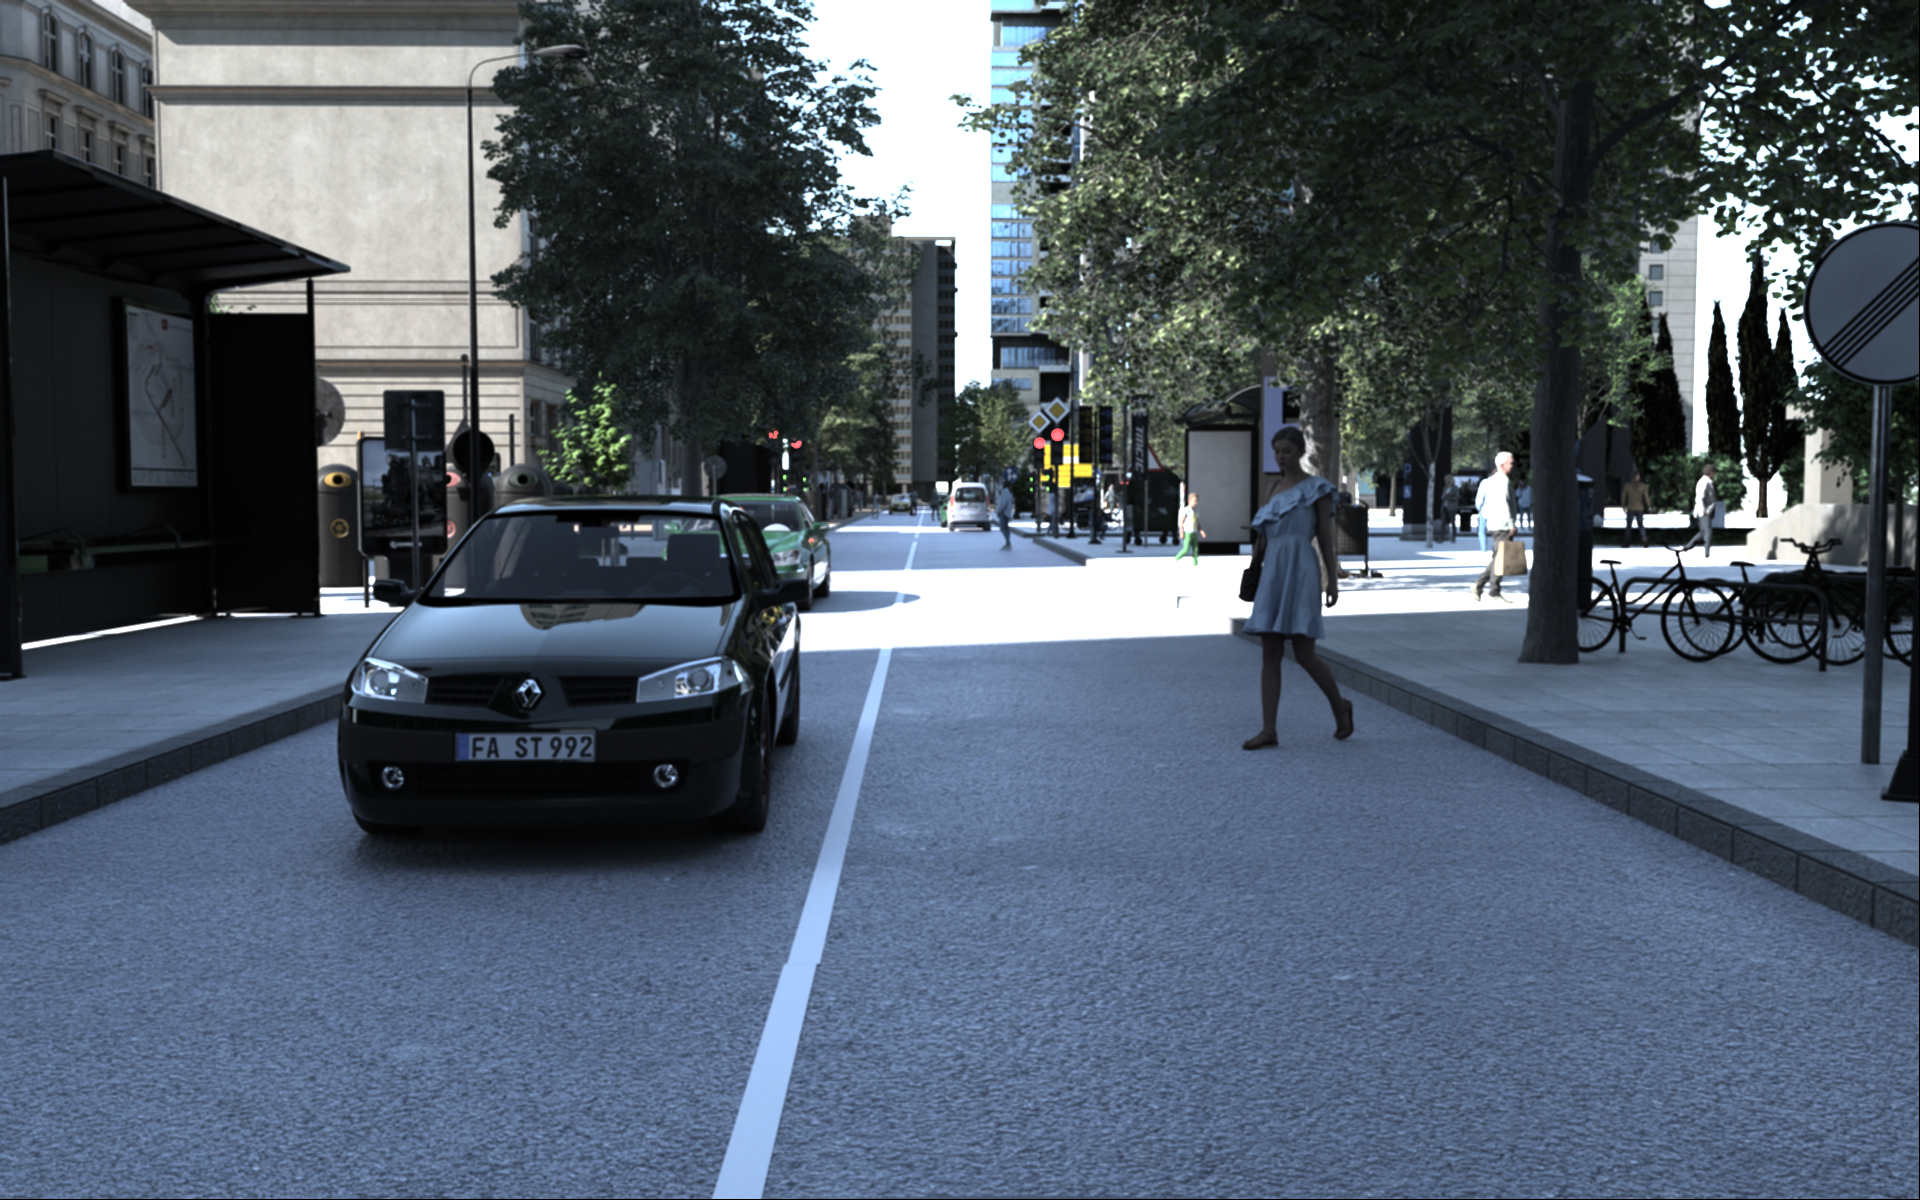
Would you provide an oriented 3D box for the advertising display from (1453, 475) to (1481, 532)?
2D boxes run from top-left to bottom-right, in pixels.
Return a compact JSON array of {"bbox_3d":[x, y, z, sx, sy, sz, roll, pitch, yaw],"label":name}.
[{"bbox_3d":[17.083,-3.258,58.476,0.974,1.923,0.123,2,4,30],"label":"advertising display"}]

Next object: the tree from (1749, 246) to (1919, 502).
[{"bbox_3d":[48.242,-11.513,90.055,18.604,14.587,13.155,-3,5,-40],"label":"tree"}]

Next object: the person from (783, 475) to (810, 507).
[{"bbox_3d":[-3.534,-1.749,37.068,0.622,1.834,0.822,-2,4,-33],"label":"person"}]

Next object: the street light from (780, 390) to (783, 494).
[{"bbox_3d":[-5.403,-5.211,57.735,1.470,5.913,1.316,0,4,-1],"label":"street light"}]

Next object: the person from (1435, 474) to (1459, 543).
[{"bbox_3d":[12.742,-2.380,45.141,0.526,1.800,0.537,-2,4,-28],"label":"person"}]

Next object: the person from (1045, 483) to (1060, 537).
[{"bbox_3d":[2.994,-2.880,55.847,0.793,1.790,0.793,-3,5,-40],"label":"person"}]

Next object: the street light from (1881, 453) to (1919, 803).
[{"bbox_3d":[3.506,-2.115,7.122,1.470,5.913,1.316,0,4,-1],"label":"street light"}]

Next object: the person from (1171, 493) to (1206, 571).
[{"bbox_3d":[3.810,-1.138,28.897,0.590,1.304,0.306,2,4,33],"label":"person"}]

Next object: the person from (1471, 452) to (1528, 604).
[{"bbox_3d":[6.261,-0.830,20.093,0.515,1.767,0.782,0,4,3],"label":"person"}]

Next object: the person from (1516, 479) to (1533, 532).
[{"bbox_3d":[19.226,-3.218,58.915,0.793,1.790,0.793,-2,4,-25],"label":"person"}]

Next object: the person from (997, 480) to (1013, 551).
[{"bbox_3d":[1.178,-2.162,44.120,0.793,1.790,0.793,-1,4,-14],"label":"person"}]

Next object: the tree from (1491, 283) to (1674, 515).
[{"bbox_3d":[39.924,-12.727,109.905,13.155,14.587,18.604,-2,4,-32],"label":"tree"}]

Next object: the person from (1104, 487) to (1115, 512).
[{"bbox_3d":[10.739,-7.218,124.542,0.782,1.767,0.515,0,4,3],"label":"person"}]

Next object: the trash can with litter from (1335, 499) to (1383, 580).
[{"bbox_3d":[5.612,-0.954,26.650,2.233,1.210,1.678,-1,4,-10],"label":"trash can with litter"}]

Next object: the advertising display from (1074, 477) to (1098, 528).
[{"bbox_3d":[4.652,-3.692,65.584,0.974,1.923,0.123,0,4,2],"label":"advertising display"}]

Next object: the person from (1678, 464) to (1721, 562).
[{"bbox_3d":[13.989,-1.641,32.725,0.795,1.843,0.661,2,4,33],"label":"person"}]

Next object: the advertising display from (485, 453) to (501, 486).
[{"bbox_3d":[-7.309,-1.313,26.677,0.123,1.923,0.974,0,4,7],"label":"advertising display"}]

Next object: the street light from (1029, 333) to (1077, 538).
[{"bbox_3d":[2.700,-4.737,49.995,1.470,5.913,1.316,0,4,-1],"label":"street light"}]

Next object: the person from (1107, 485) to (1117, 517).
[{"bbox_3d":[8.512,-5.516,96.398,0.590,1.801,0.661,-2,4,-27],"label":"person"}]

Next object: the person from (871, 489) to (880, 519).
[{"bbox_3d":[-4.814,-5.498,99.404,0.522,1.701,0.512,2,4,26],"label":"person"}]

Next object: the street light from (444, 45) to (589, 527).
[{"bbox_3d":[-4.540,-2.786,18.084,1.470,5.913,1.316,0,4,-1],"label":"street light"}]

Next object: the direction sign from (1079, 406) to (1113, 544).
[{"bbox_3d":[3.477,-3.210,44.479,0.876,3.537,0.379,0,4,-7],"label":"direction sign"}]

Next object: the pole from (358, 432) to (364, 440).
[{"bbox_3d":[-19.602,-3.851,56.801,0.158,3.312,0.155,0,3,0],"label":"pole"}]

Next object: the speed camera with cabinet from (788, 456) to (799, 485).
[{"bbox_3d":[-8.444,-5.756,88.452,0.660,3.252,2.038,-1,4,-15],"label":"speed camera with cabinet"}]

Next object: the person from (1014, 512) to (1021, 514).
[{"bbox_3d":[3.764,-6.415,111.108,0.592,1.802,0.473,-2,4,-25],"label":"person"}]

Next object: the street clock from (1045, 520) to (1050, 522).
[{"bbox_3d":[3.997,-4.549,78.954,0.471,2.002,0.358,2,4,26],"label":"street clock"}]

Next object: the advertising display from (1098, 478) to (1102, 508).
[{"bbox_3d":[5.127,-3.847,68.108,0.974,1.923,0.123,3,4,38],"label":"advertising display"}]

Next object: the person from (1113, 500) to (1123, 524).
[{"bbox_3d":[6.811,-4.090,73.500,0.643,1.750,0.593,3,5,43],"label":"person"}]

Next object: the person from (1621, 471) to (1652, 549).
[{"bbox_3d":[16.001,-2.140,40.945,0.656,1.842,0.836,-1,4,-19],"label":"person"}]

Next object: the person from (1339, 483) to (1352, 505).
[{"bbox_3d":[11.655,-2.683,52.783,0.576,1.772,0.534,0,4,-7],"label":"person"}]

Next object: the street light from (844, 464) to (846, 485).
[{"bbox_3d":[-6.160,-7.862,101.091,1.470,5.913,1.316,0,4,-1],"label":"street light"}]

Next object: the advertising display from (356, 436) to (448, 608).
[{"bbox_3d":[-6.319,-0.883,19.656,0.974,1.923,0.123,-2,4,-33],"label":"advertising display"}]

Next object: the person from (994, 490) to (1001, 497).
[{"bbox_3d":[4.753,-12.495,210.295,1.348,1.831,0.705,0,4,-1],"label":"person"}]

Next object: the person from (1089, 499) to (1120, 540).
[{"bbox_3d":[3.992,-2.278,48.794,1.012,1.151,0.738,-1,4,-14],"label":"person"}]

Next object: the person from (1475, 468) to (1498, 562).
[{"bbox_3d":[10.100,-1.631,32.971,0.793,1.790,0.793,-3,5,-44],"label":"person"}]

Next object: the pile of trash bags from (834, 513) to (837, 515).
[{"bbox_3d":[-8.173,-6.031,108.360,1.912,1.369,3.447,1,4,9],"label":"pile of trash bags"}]

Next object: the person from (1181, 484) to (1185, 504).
[{"bbox_3d":[11.517,-5.013,87.974,0.573,1.828,0.580,3,4,38],"label":"person"}]

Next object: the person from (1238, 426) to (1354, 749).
[{"bbox_3d":[1.888,-0.079,9.887,0.778,1.811,0.616,-2,4,-33],"label":"person"}]

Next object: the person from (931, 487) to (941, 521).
[{"bbox_3d":[-1.304,-5.204,93.773,0.526,1.800,0.537,-3,4,-37],"label":"person"}]

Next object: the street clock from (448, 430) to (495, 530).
[{"bbox_3d":[-5.526,-0.922,19.640,0.471,2.002,0.358,-2,4,-29],"label":"street clock"}]

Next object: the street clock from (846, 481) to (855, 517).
[{"bbox_3d":[-6.202,-5.722,98.125,0.471,2.002,0.358,0,4,1],"label":"street clock"}]

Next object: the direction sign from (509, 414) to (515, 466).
[{"bbox_3d":[-12.717,-3.500,49.216,0.379,3.537,0.876,-1,4,-20],"label":"direction sign"}]

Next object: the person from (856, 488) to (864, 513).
[{"bbox_3d":[-6.741,-6.729,116.899,0.563,1.720,0.643,3,4,38],"label":"person"}]

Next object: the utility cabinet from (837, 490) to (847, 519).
[{"bbox_3d":[-6.060,-4.909,88.937,0.318,1.500,1.173,-1,4,-15],"label":"utility cabinet"}]

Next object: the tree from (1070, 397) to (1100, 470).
[{"bbox_3d":[9.414,-10.313,118.977,4.360,8.622,3.978,0,3,0],"label":"tree"}]

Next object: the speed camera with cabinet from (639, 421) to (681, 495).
[{"bbox_3d":[-8.283,-3.273,47.850,0.660,3.252,2.038,1,4,9],"label":"speed camera with cabinet"}]

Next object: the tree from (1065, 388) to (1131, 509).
[{"bbox_3d":[9.160,-10.007,113.983,4.737,8.622,4.395,0,3,0],"label":"tree"}]

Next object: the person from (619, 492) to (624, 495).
[{"bbox_3d":[-12.508,-3.497,63.201,0.713,1.824,0.794,-2,4,-27],"label":"person"}]

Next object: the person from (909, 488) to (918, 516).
[{"bbox_3d":[-3.059,-6.487,114.740,0.592,1.802,0.473,-2,4,-30],"label":"person"}]
